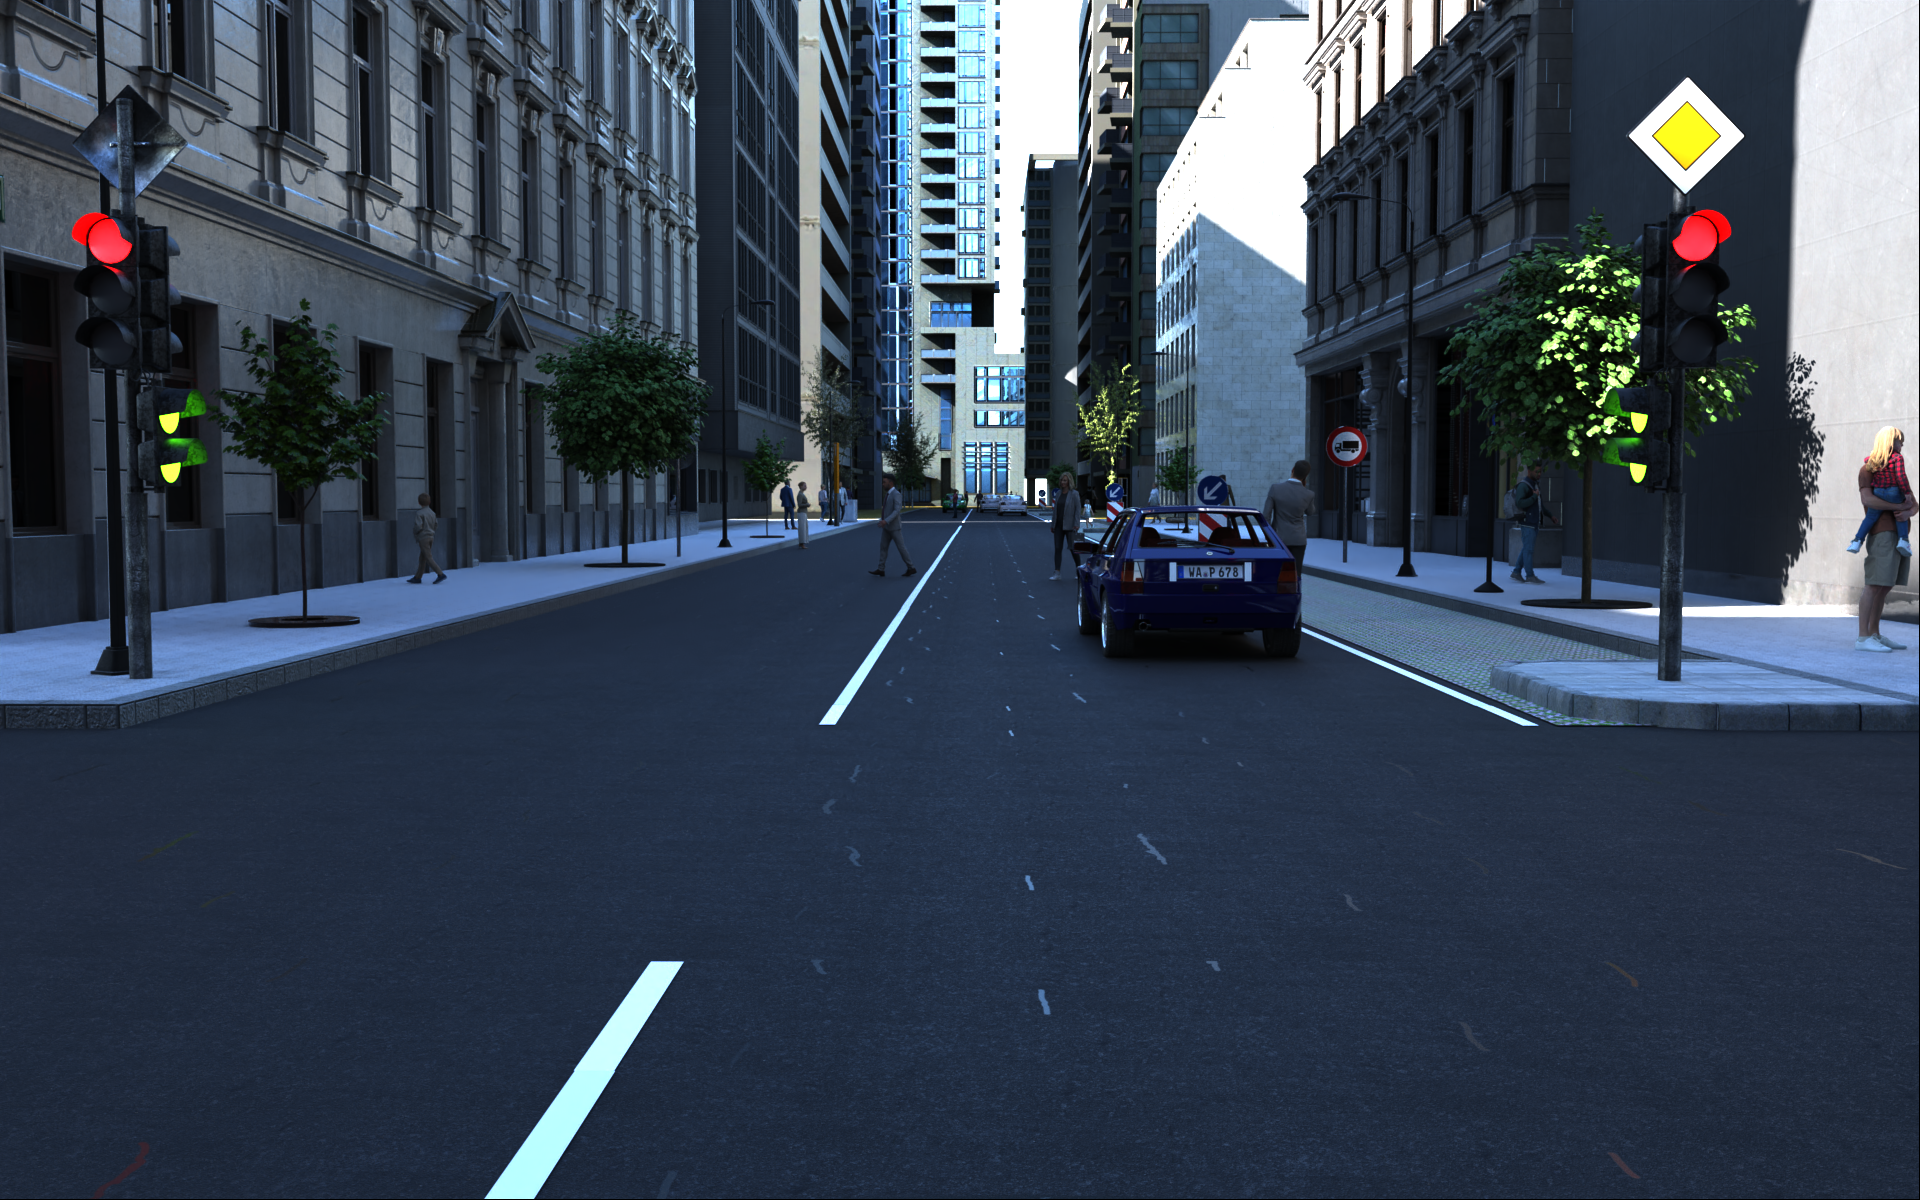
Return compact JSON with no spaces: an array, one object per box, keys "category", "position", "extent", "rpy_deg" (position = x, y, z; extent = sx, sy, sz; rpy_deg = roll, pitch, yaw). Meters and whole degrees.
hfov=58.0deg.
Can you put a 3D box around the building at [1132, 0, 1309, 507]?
[{"category":"building","position":[17.146,-20.256,102.885],"extent":[14.160,30.474,14.107],"rpy_deg":[0,4,1]}]

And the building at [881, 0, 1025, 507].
[{"category":"building","position":[-8.850,-53.206,182.589],"extent":[31.000,86.520,22.319],"rpy_deg":[0,4,1]}]

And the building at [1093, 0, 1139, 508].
[{"category":"building","position":[21.303,-28.734,124.427],"extent":[22.147,44.769,28.867],"rpy_deg":[0,4,1]}]

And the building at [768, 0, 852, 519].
[{"category":"building","position":[-17.603,-28.987,97.643],"extent":[21.300,48.544,21.600],"rpy_deg":[0,4,1]}]

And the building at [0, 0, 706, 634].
[{"category":"building","position":[-16.403,-15.817,35.022],"extent":[17.030,29.872,44.131],"rpy_deg":[0,4,1]}]

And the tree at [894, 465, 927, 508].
[{"category":"tree","position":[-4.769,-11.071,164.722],"extent":[4.285,4.588,4.351],"rpy_deg":[0,3,0]}]

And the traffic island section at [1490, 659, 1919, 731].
[{"category":"traffic island section","position":[4.912,0.632,11.941],"extent":[2.009,0.180,2.903],"rpy_deg":[0,4,1]}]

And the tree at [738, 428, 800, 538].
[{"category":"tree","position":[-5.798,-3.449,50.992],"extent":[1.663,3.219,1.824],"rpy_deg":[0,3,0]}]

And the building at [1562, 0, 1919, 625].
[{"category":"building","position":[21.332,-13.820,19.458],"extent":[24.014,27.812,14.314],"rpy_deg":[0,4,1]}]

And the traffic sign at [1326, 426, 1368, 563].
[{"category":"traffic sign","position":[7.219,-1.975,32.403],"extent":[0.768,2.556,0.104],"rpy_deg":[0,4,3]}]

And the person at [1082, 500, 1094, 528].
[{"category":"person","position":[5.201,-3.485,70.495],"extent":[0.382,1.210,0.505],"rpy_deg":[3,5,44]}]

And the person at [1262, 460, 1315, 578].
[{"category":"person","position":[3.590,-0.631,19.004],"extent":[0.592,1.802,0.473],"rpy_deg":[1,4,17]}]

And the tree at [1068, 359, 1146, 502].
[{"category":"tree","position":[8.022,-8.746,93.367],"extent":[4.737,8.622,4.395],"rpy_deg":[0,3,0]}]

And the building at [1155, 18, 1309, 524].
[{"category":"building","position":[14.926,-13.677,78.369],"extent":[10.420,20.320,16.860],"rpy_deg":[0,4,1]}]

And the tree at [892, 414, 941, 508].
[{"category":"tree","position":[-4.141,-12.755,158.901],"extent":[4.737,8.622,4.395],"rpy_deg":[0,3,0]}]

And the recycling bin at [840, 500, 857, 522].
[{"category":"recycling bin","position":[-5.221,-4.122,79.945],"extent":[0.722,1.027,0.722],"rpy_deg":[1,4,13]}]

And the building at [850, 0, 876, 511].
[{"category":"building","position":[-17.575,-28.698,123.831],"extent":[22.147,44.769,28.867],"rpy_deg":[0,4,1]}]

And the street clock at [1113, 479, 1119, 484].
[{"category":"street clock","position":[7.402,-4.665,80.846],"extent":[0.471,2.002,0.358],"rpy_deg":[-2,4,-27]}]

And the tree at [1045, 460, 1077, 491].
[{"category":"tree","position":[9.696,-11.047,164.329],"extent":[4.285,4.588,4.351],"rpy_deg":[0,3,0]}]

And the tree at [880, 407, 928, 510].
[{"category":"tree","position":[-4.851,-11.783,143.019],"extent":[4.360,8.622,3.978],"rpy_deg":[0,3,0]}]

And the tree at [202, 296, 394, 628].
[{"category":"tree","position":[-6.324,-1.368,16.967],"extent":[1.663,3.219,1.824],"rpy_deg":[0,3,0]}]

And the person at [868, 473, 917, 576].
[{"category":"person","position":[-1.164,-1.306,30.130],"extent":[0.850,1.792,0.678],"rpy_deg":[-2,4,-23]}]

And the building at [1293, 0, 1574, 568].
[{"category":"building","position":[14.472,-12.124,49.138],"extent":[10.553,20.767,40.483],"rpy_deg":[0,4,1]}]

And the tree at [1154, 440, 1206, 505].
[{"category":"tree","position":[7.735,-4.094,61.535],"extent":[1.663,3.219,1.824],"rpy_deg":[0,3,0]}]

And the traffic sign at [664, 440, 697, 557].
[{"category":"traffic sign","position":[-5.761,-2.159,35.406],"extent":[0.768,2.556,0.104],"rpy_deg":[0,4,5]}]

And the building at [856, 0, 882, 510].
[{"category":"building","position":[-21.056,-37.163,149.609],"extent":[28.212,58.520,21.231],"rpy_deg":[0,4,1]}]

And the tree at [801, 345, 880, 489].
[{"category":"tree","position":[-6.327,-8.240,85.082],"extent":[4.360,8.622,3.978],"rpy_deg":[0,3,0]}]

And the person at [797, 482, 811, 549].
[{"category":"person","position":[-4.090,-2.222,45.382],"extent":[0.362,1.759,0.519],"rpy_deg":[0,4,0]}]

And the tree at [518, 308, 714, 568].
[{"category":"tree","position":[-6.055,-2.875,30.722],"extent":[4.285,4.588,4.351],"rpy_deg":[0,3,0]}]

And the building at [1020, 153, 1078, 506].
[{"category":"building","position":[18.702,-30.345,188.025],"extent":[23.993,40.220,32.217],"rpy_deg":[0,4,1]}]

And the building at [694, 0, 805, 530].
[{"category":"building","position":[-14.515,-16.858,69.130],"extent":[14.314,27.812,24.014],"rpy_deg":[0,4,1]}]

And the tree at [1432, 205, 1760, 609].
[{"category":"tree","position":[7.185,-2.215,19.927],"extent":[4.285,4.588,4.351],"rpy_deg":[0,3,0]}]

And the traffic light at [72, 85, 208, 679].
[{"category":"traffic light","position":[-5.689,-1.408,11.946],"extent":[0.839,4.253,0.868],"rpy_deg":[0,4,1]}]

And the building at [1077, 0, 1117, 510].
[{"category":"building","position":[21.384,-32.159,149.499],"extent":[21.300,48.544,21.600],"rpy_deg":[0,4,1]}]

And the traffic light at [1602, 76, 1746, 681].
[{"category":"traffic light","position":[4.872,-1.401,11.827],"extent":[0.839,4.253,0.868],"rpy_deg":[0,4,1]}]
